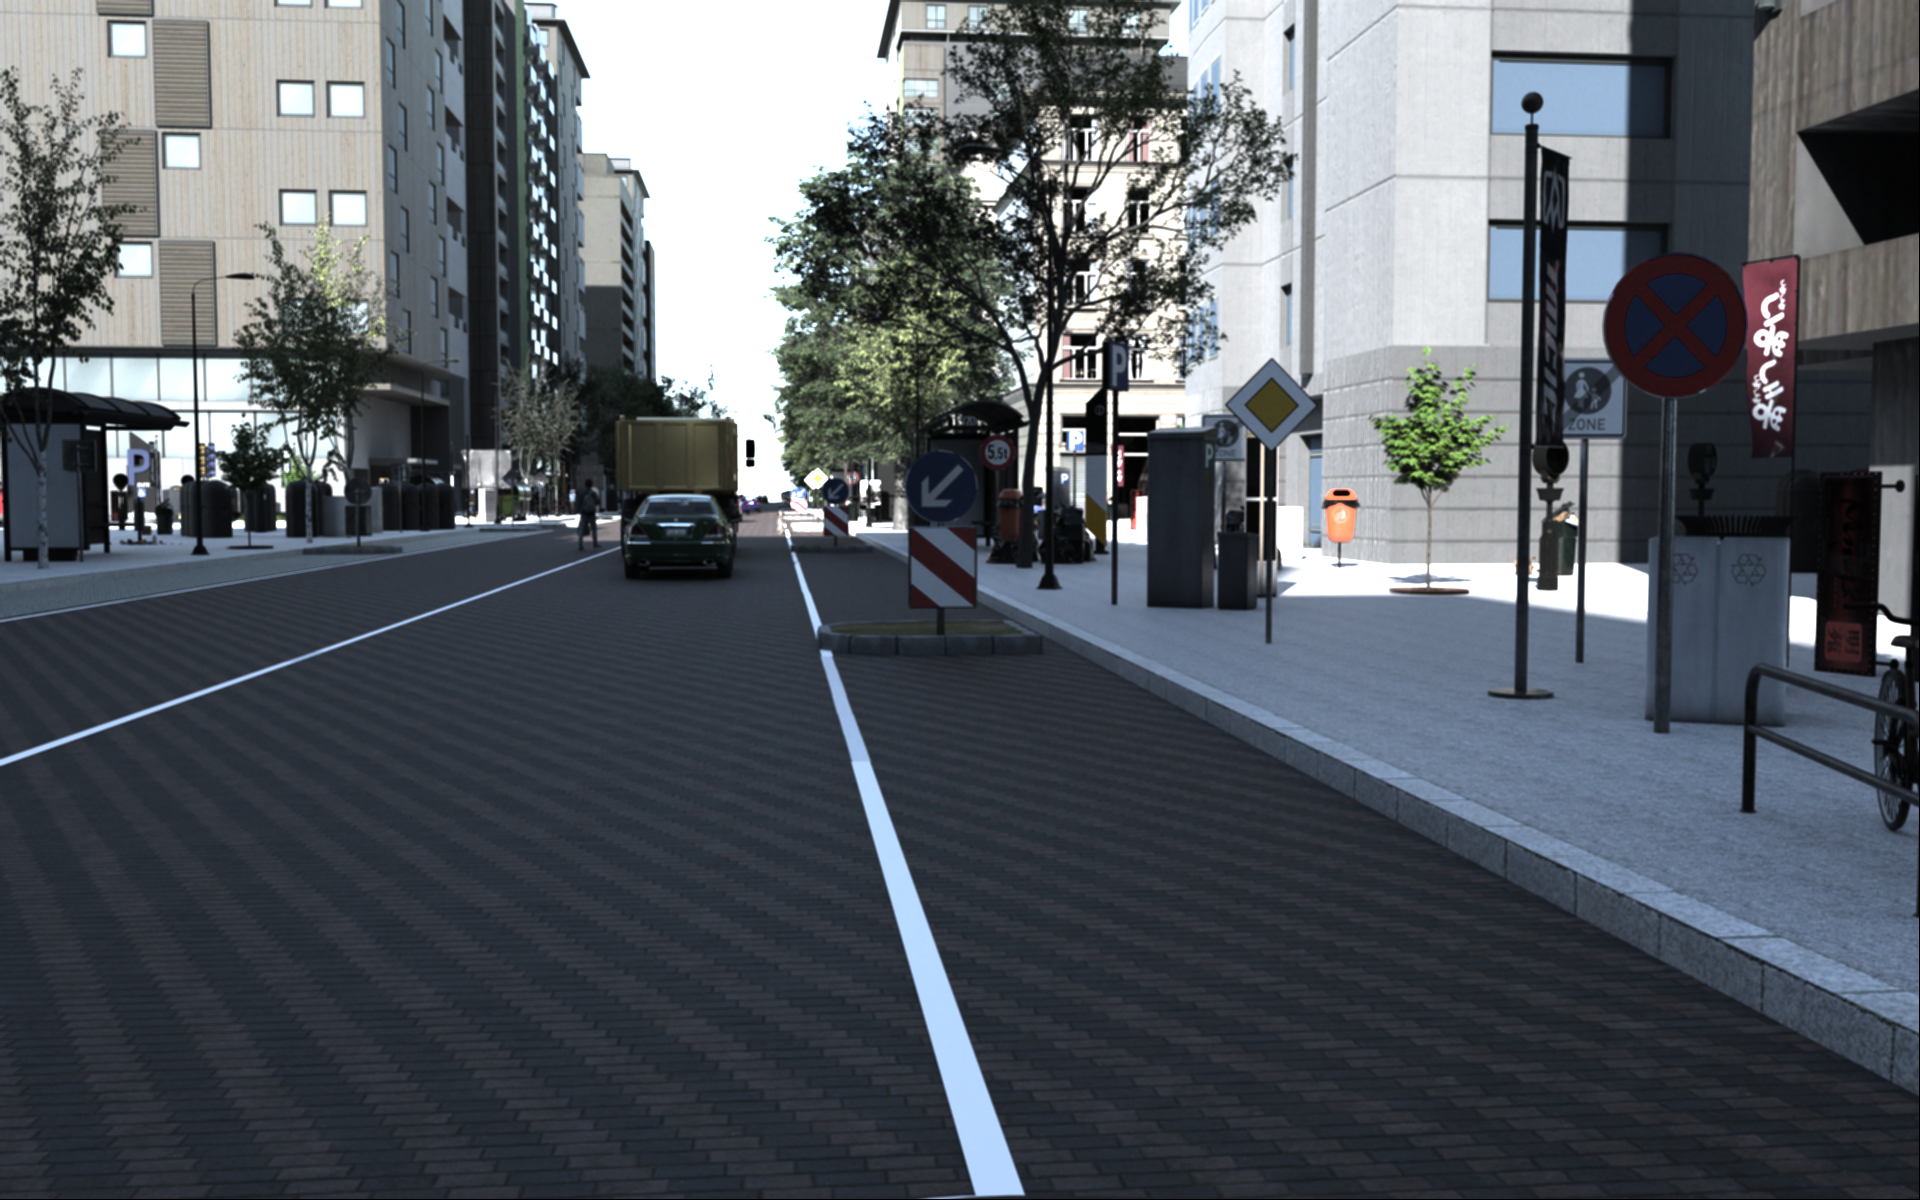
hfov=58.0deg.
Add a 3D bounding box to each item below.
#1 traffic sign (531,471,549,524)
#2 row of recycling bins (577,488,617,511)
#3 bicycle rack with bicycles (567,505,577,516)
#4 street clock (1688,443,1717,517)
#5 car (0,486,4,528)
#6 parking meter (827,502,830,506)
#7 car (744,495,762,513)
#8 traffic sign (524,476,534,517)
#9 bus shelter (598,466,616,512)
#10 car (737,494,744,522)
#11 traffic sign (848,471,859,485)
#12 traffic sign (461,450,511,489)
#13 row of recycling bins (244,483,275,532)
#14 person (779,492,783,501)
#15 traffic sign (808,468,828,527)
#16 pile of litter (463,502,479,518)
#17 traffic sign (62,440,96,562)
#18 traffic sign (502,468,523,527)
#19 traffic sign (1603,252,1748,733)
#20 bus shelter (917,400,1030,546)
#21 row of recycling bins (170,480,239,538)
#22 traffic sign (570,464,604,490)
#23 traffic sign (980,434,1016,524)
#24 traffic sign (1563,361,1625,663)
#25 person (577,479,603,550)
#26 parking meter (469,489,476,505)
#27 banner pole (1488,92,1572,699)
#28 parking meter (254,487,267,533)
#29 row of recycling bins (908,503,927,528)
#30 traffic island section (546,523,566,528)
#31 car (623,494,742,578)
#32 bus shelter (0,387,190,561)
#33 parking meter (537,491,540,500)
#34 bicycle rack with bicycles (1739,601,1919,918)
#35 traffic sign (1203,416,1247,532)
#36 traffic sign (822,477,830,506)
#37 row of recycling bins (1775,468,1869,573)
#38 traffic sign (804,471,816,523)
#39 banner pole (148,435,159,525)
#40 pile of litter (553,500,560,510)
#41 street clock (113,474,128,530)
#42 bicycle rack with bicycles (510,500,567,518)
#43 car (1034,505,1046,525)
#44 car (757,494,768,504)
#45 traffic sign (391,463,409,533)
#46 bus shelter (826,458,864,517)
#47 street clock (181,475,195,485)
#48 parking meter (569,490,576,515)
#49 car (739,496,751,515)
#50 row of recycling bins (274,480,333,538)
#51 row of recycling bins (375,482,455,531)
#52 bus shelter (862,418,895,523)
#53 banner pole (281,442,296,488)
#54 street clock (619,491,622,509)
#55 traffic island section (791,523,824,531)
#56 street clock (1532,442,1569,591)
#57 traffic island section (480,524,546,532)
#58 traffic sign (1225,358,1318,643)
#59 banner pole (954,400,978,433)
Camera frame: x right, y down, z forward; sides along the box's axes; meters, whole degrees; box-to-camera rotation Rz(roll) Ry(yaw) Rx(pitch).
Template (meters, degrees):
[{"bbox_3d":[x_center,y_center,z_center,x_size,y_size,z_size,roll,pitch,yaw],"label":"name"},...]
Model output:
[{"bbox_3d":[-18.037,-4.331,74.449,0.795,2.450,0.064,0,4,-6],"label":"traffic sign"},{"bbox_3d":[-27.097,-7.390,127.947,3.534,1.692,1.069,0,4,-5],"label":"row of recycling bins"},{"bbox_3d":[-24.197,-5.413,101.880,2.925,0.926,2.852,-1,4,-16],"label":"bicycle rack with bicycles"},{"bbox_3d":[10.527,-1.225,24.604,0.358,2.002,0.471,3,5,45],"label":"street clock"},{"bbox_3d":[-40.162,-3.696,69.100,5.304,1.827,2.281,0,4,-7],"label":"car"},{"bbox_3d":[-8.666,-6.562,115.698,0.372,1.533,0.369,0,3,0],"label":"parking meter"},{"bbox_3d":[-16.027,-7.279,131.594,1.945,1.354,3.894,0,4,-5],"label":"car"},{"bbox_3d":[-23.766,-5.705,95.405,0.606,2.300,0.079,0,4,1],"label":"traffic sign"},{"bbox_3d":[-25.754,-7.928,123.538,2.014,3.302,5.546,0,4,-6],"label":"bus shelter"},{"bbox_3d":[-12.331,-4.937,89.390,2.281,1.827,5.304,0,4,-5],"label":"car"},{"bbox_3d":[-6.038,-5.947,97.346,0.768,2.556,0.104,0,4,2],"label":"traffic sign"},{"bbox_3d":[-21.767,-5.245,79.626,2.265,3.308,0.079,0,4,-2],"label":"traffic sign"},{"bbox_3d":[-24.479,-3.272,60.607,1.069,1.692,3.534,-1,4,-20],"label":"row of recycling bins"},{"bbox_3d":[-30.248,-17.406,293.907,1.217,1.723,0.721,1,4,12],"label":"person"},{"bbox_3d":[-5.555,-3.920,67.732,0.795,2.450,0.064,0,4,-6],"label":"traffic sign"},{"bbox_3d":[-25.756,-4.785,92.200,1.176,0.858,1.719,3,5,41],"label":"pile of litter"},{"bbox_3d":[-16.611,-1.869,32.683,0.606,2.300,0.079,0,4,-3],"label":"traffic sign"},{"bbox_3d":[-17.185,-3.845,66.510,0.795,2.450,0.064,0,4,-6],"label":"traffic sign"},{"bbox_3d":[3.776,-0.559,9.243,0.768,2.556,0.104,0,4,-1],"label":"traffic sign"},{"bbox_3d":[0.245,-2.822,40.058,2.014,3.302,5.546,0,4,-6],"label":"bus shelter"},{"bbox_3d":[-22.769,-2.755,52.163,1.069,1.692,3.534,-2,4,-35],"label":"row of recycling bins"},{"bbox_3d":[-25.477,-7.616,118.387,2.265,3.308,0.079,0,4,-1],"label":"traffic sign"},{"bbox_3d":[0.804,-2.258,37.022,0.768,2.556,0.104,0,4,1],"label":"traffic sign"},{"bbox_3d":[4.718,-0.672,13.119,0.606,2.300,0.079,0,4,-2],"label":"traffic sign"},{"bbox_3d":[-9.525,-2.185,44.209,0.794,1.824,0.713,2,4,31],"label":"person"},{"bbox_3d":[-27.550,-5.628,97.731,0.399,1.863,0.255,-2,4,-29],"label":"parking meter"},{"bbox_3d":[3.715,-1.288,11.080,0.401,3.779,0.863,3,5,40],"label":"banner pole"},{"bbox_3d":[-23.359,-3.021,57.808,0.372,1.533,0.369,0,3,0],"label":"parking meter"},{"bbox_3d":[-0.809,-2.546,48.741,1.069,1.692,3.534,1,4,10],"label":"row of recycling bins"},{"bbox_3d":[-18.059,-3.194,74.509,2.009,0.180,2.903,0,4,-6],"label":"traffic island section"},{"bbox_3d":[-4.983,-1.174,30.996,2.131,1.459,4.920,0,4,-7],"label":"car"},{"bbox_3d":[-17.719,-2.541,35.477,2.014,3.302,5.546,0,4,-6],"label":"bus shelter"},{"bbox_3d":[-33.617,-7.926,137.997,0.372,1.533,0.369,0,3,0],"label":"parking meter"},{"bbox_3d":[4.081,0.445,6.107,2.852,0.926,2.925,1,4,9],"label":"bicycle rack with bicycles"},{"bbox_3d":[3.395,-1.234,22.298,0.606,2.300,0.079,0,4,-6],"label":"traffic sign"},{"bbox_3d":[-9.695,-7.686,125.776,0.768,2.556,0.104,0,4,-6],"label":"traffic sign"},{"bbox_3d":[15.014,-1.265,27.798,3.534,1.692,1.069,2,4,30],"label":"row of recycling bins"},{"bbox_3d":[-6.407,-4.405,75.671,0.795,2.450,0.064,0,4,-6],"label":"traffic sign"},{"bbox_3d":[-33.780,-5.054,72.651,0.401,3.779,0.863,0,4,3],"label":"banner pole"},{"bbox_3d":[-32.227,-7.634,138.781,1.719,0.858,1.176,1,4,16],"label":"pile of litter"},{"bbox_3d":[-29.805,-3.484,61.542,0.471,2.002,0.358,-2,4,-33],"label":"street clock"},{"bbox_3d":[-22.871,-4.816,92.131,2.852,0.926,2.925,0,4,3],"label":"bicycle rack with bicycles"},{"bbox_3d":[1.990,-3.772,71.267,3.694,1.707,1.945,0,4,-7],"label":"car"},{"bbox_3d":[-29.509,-15.223,258.687,2.009,1.686,4.222,0,4,-5],"label":"car"},{"bbox_3d":[-18.544,-3.380,57.388,0.606,2.300,0.079,0,4,-2],"label":"traffic sign"},{"bbox_3d":[-6.677,-6.503,100.248,2.014,3.302,5.546,0,4,-6],"label":"bus shelter"},{"bbox_3d":[-29.181,-3.726,65.495,0.471,2.002,0.358,-1,4,-23],"label":"street clock"},{"bbox_3d":[-23.253,-5.847,104.010,0.372,1.533,0.369,0,3,0],"label":"parking meter"},{"bbox_3d":[-15.337,-6.521,119.194,1.945,1.354,3.894,0,4,-7],"label":"car"},{"bbox_3d":[-19.864,-2.794,52.798,1.069,1.692,3.534,-1,4,-10],"label":"row of recycling bins"},{"bbox_3d":[-19.476,-3.360,62.050,1.069,1.692,3.534,2,4,28],"label":"row of recycling bins"},{"bbox_3d":[-3.413,-6.320,80.970,2.179,5.291,8.768,0,4,-6],"label":"bus shelter"},{"bbox_3d":[-32.487,-5.748,83.990,0.863,3.779,0.401,-1,4,-8],"label":"banner pole"},{"bbox_3d":[-28.756,-8.709,146.962,0.471,2.002,0.358,-1,4,-12],"label":"street clock"},{"bbox_3d":[-5.533,-2.785,67.811,2.009,0.180,2.903,0,4,-6],"label":"traffic island section"},{"bbox_3d":[7.816,-1.125,22.966,0.471,2.002,0.358,-2,4,-33],"label":"street clock"},{"bbox_3d":[-17.208,-2.709,66.569,2.009,0.180,2.903,0,4,-6],"label":"traffic island section"},{"bbox_3d":[2.652,-0.835,14.831,0.795,2.450,0.064,0,4,-4],"label":"traffic sign"},{"bbox_3d":[0.111,-3.429,46.081,0.863,3.779,0.401,-2,4,-24],"label":"banner pole"}]
